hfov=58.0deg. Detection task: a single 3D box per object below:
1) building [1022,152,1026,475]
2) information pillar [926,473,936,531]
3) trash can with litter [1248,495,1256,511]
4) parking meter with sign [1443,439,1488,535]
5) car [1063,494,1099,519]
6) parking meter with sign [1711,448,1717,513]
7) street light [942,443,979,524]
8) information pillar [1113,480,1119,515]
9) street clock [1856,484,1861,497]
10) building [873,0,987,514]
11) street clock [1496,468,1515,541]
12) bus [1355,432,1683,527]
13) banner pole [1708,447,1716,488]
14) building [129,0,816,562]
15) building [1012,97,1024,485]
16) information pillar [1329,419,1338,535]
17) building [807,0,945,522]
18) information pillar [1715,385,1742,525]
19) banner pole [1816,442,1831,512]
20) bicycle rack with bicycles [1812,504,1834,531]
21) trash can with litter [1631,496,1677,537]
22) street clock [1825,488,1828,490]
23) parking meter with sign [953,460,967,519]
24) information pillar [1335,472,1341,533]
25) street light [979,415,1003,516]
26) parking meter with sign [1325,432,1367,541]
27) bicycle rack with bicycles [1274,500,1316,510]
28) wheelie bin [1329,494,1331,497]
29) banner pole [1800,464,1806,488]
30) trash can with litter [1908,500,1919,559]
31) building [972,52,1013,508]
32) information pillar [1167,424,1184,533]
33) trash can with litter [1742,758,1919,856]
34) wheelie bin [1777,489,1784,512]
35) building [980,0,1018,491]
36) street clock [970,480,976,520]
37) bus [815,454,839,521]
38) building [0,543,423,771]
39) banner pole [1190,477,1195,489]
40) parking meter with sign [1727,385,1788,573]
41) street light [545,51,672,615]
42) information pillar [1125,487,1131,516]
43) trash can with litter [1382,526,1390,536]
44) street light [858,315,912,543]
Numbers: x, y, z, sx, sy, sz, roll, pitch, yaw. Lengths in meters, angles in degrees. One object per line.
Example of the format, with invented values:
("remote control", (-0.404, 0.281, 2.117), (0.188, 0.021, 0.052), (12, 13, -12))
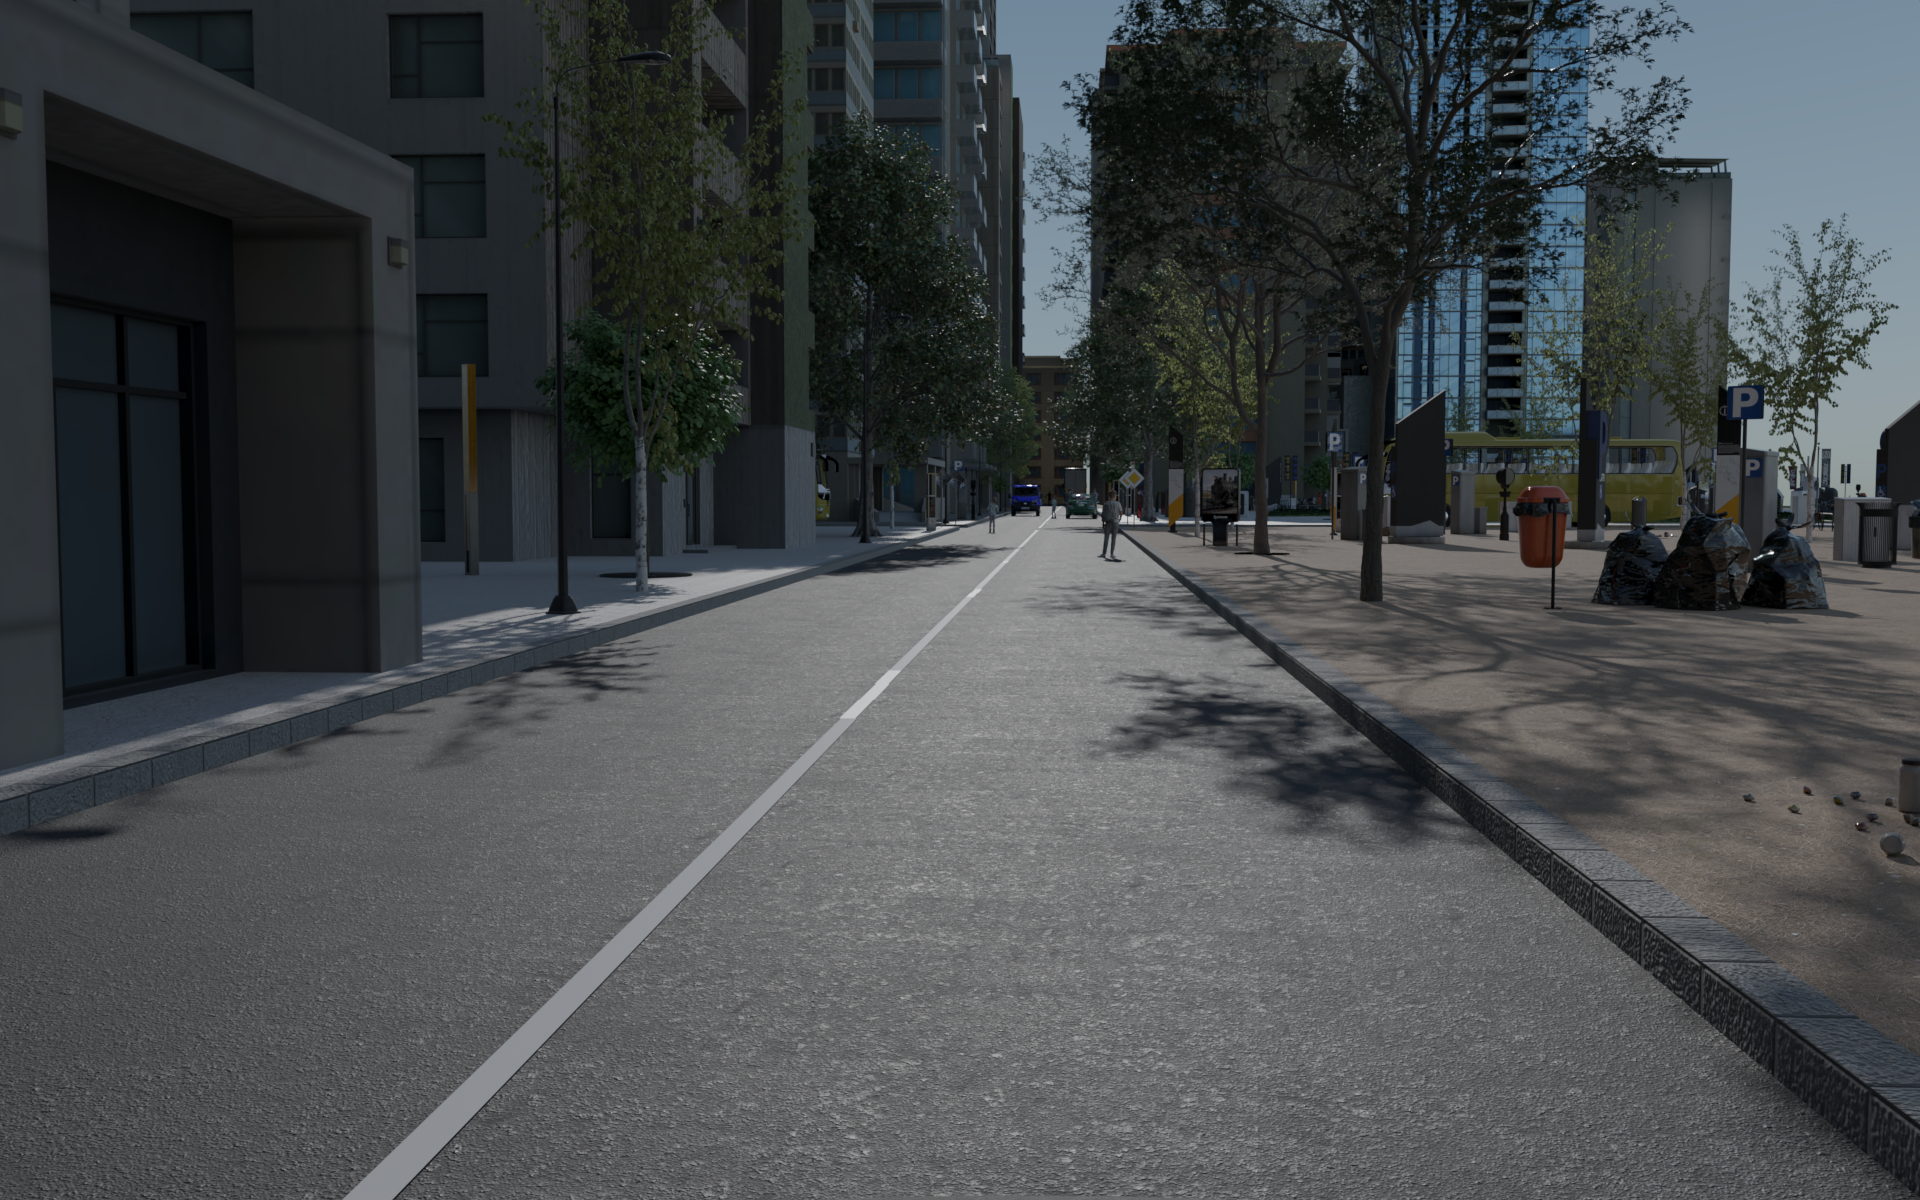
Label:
("building", (-7.276, -36.325, 213.526), (30.456, 49.044, 23.786), (0, 4, 4))
("information pillar", (-1.009, -3.435, 60.649), (0.304, 2.012, 0.304), (-1, 4, -16))
("trash can with litter", (22.029, -7.329, 130.880), (1.678, 1.210, 2.233), (0, 4, -7))
("parking meter with sign", (16.035, -3.600, 55.122), (1.738, 3.016, 0.543), (-2, 4, -30))
("car", (7.143, -5.516, 101.982), (2.131, 1.459, 4.920), (0, 4, 4))
("parking meter with sign", (28.367, -4.186, 64.706), (0.543, 3.016, 1.738), (1, 4, 21))
("street light", (-0.068, -6.247, 74.672), (1.470, 5.913, 1.316), (0, 4, 4))
("information pillar", (8.119, -5.225, 89.916), (0.304, 2.012, 0.304), (0, 4, 8))
("street clock", (65.614, -7.460, 126.546), (0.358, 2.002, 0.471), (1, 4, 12))
("building", (-9.642, -30.664, 120.971), (23.786, 49.044, 30.456), (0, 4, 4))
("street clock", (15.060, -2.648, 47.871), (0.471, 2.002, 0.358), (-1, 4, -19))
("bus", (22.166, -4.738, 69.016), (12.252, 3.916, 2.896), (0, 4, 4))
("banner pole", (35.715, -5.618, 81.863), (0.863, 3.779, 0.401), (-1, 4, -22))
("building", (-11.230, -16.288, 38.008), (14.160, 30.474, 14.107), (0, 4, 4))
("building", (-0.128, -33.174, 192.499), (14.600, 45.320, 14.200), (0, 4, 4))
("information pillar", (11.645, -3.829, 53.964), (0.183, 3.616, 0.504), (0, 4, 1))
("building", (-17.215, -24.136, 86.501), (32.217, 40.220, 23.993), (0, 4, 4))
("information pillar", (16.411, -2.793, 37.028), (0.504, 3.616, 0.183), (2, 4, 26))
("banner pole", (41.698, -5.733, 83.757), (0.863, 3.779, 0.401), (0, 4, -2))
("bicycle rack with bicycles", (30.929, -2.853, 60.036), (2.852, 0.926, 2.925), (1, 4, 17))
("trash can with litter", (20.659, -2.487, 51.717), (2.233, 1.210, 1.678), (-1, 4, -22))
("street clock", (62.708, -7.384, 125.300), (0.358, 2.002, 0.471), (1, 4, 14))
("parking meter with sign", (0.041, -5.662, 88.827), (0.543, 3.016, 1.738), (-1, 4, -10))
("information pillar", (12.699, -3.258, 57.756), (0.304, 2.012, 0.304), (1, 4, 18))
("street light", (1.704, -7.878, 101.349), (1.470, 5.913, 1.316), (0, 4, 4))
("parking meter with sign", (10.963, -3.176, 48.185), (0.543, 3.016, 1.738), (-2, 4, -31))
("bicycle rack with bicycles", (19.828, -5.516, 103.575), (2.852, 0.926, 2.925), (3, 5, 45))
("wheelie bin", (22.344, -5.788, 102.534), (0.980, 1.594, 0.693), (2, 4, 28))
("banner pole", (61.629, -8.341, 126.388), (0.863, 3.779, 0.401), (-1, 4, -12))
("trash can with litter", (19.212, -1.384, 34.012), (0.624, 1.170, 1.055), (-2, 4, -27))
("building", (-2.508, -28.947, 156.876), (14.154, 41.232, 14.086), (0, 4, 4))
("information pillar", (7.183, -4.058, 57.696), (0.504, 3.616, 0.183), (1, 4, 11))
("trash can with litter", (3.758, 0.300, 6.156), (1.678, 1.210, 2.233), (1, 4, 22))
("wheelie bin", (47.396, -5.666, 100.550), (0.693, 1.594, 0.980), (3, 5, 41))
("building", (-4.579, -44.966, 173.449), (20.563, 71.187, 20.611), (0, 4, 4))
("street clock", (0.661, -5.016, 86.584), (0.358, 2.002, 0.471), (0, 4, 7))
("bus", (-11.289, -4.901, 71.672), (12.252, 3.916, 2.896), (0, 4, 5))
("building", (-14.577, -34.798, 7.207), (20.563, 71.187, 20.611), (0, 4, 4))
("banner pole", (19.287, -9.411, 143.883), (0.401, 3.779, 0.863), (-2, 4, -34))
("parking meter with sign", (13.151, -1.969, 28.454), (0.543, 3.016, 1.738), (3, 5, 42))
("street light", (-3.723, -2.804, 18.381), (1.470, 5.913, 1.316), (0, 4, 4))
("information pillar", (9.818, -5.912, 101.146), (0.304, 2.012, 0.304), (-1, 4, -11))
("trash can with litter", (13.169, -2.513, 52.478), (0.624, 1.170, 1.055), (-3, 5, -45))
("street light", (-1.940, -4.435, 45.056), (1.470, 5.913, 1.316), (0, 4, 4))
